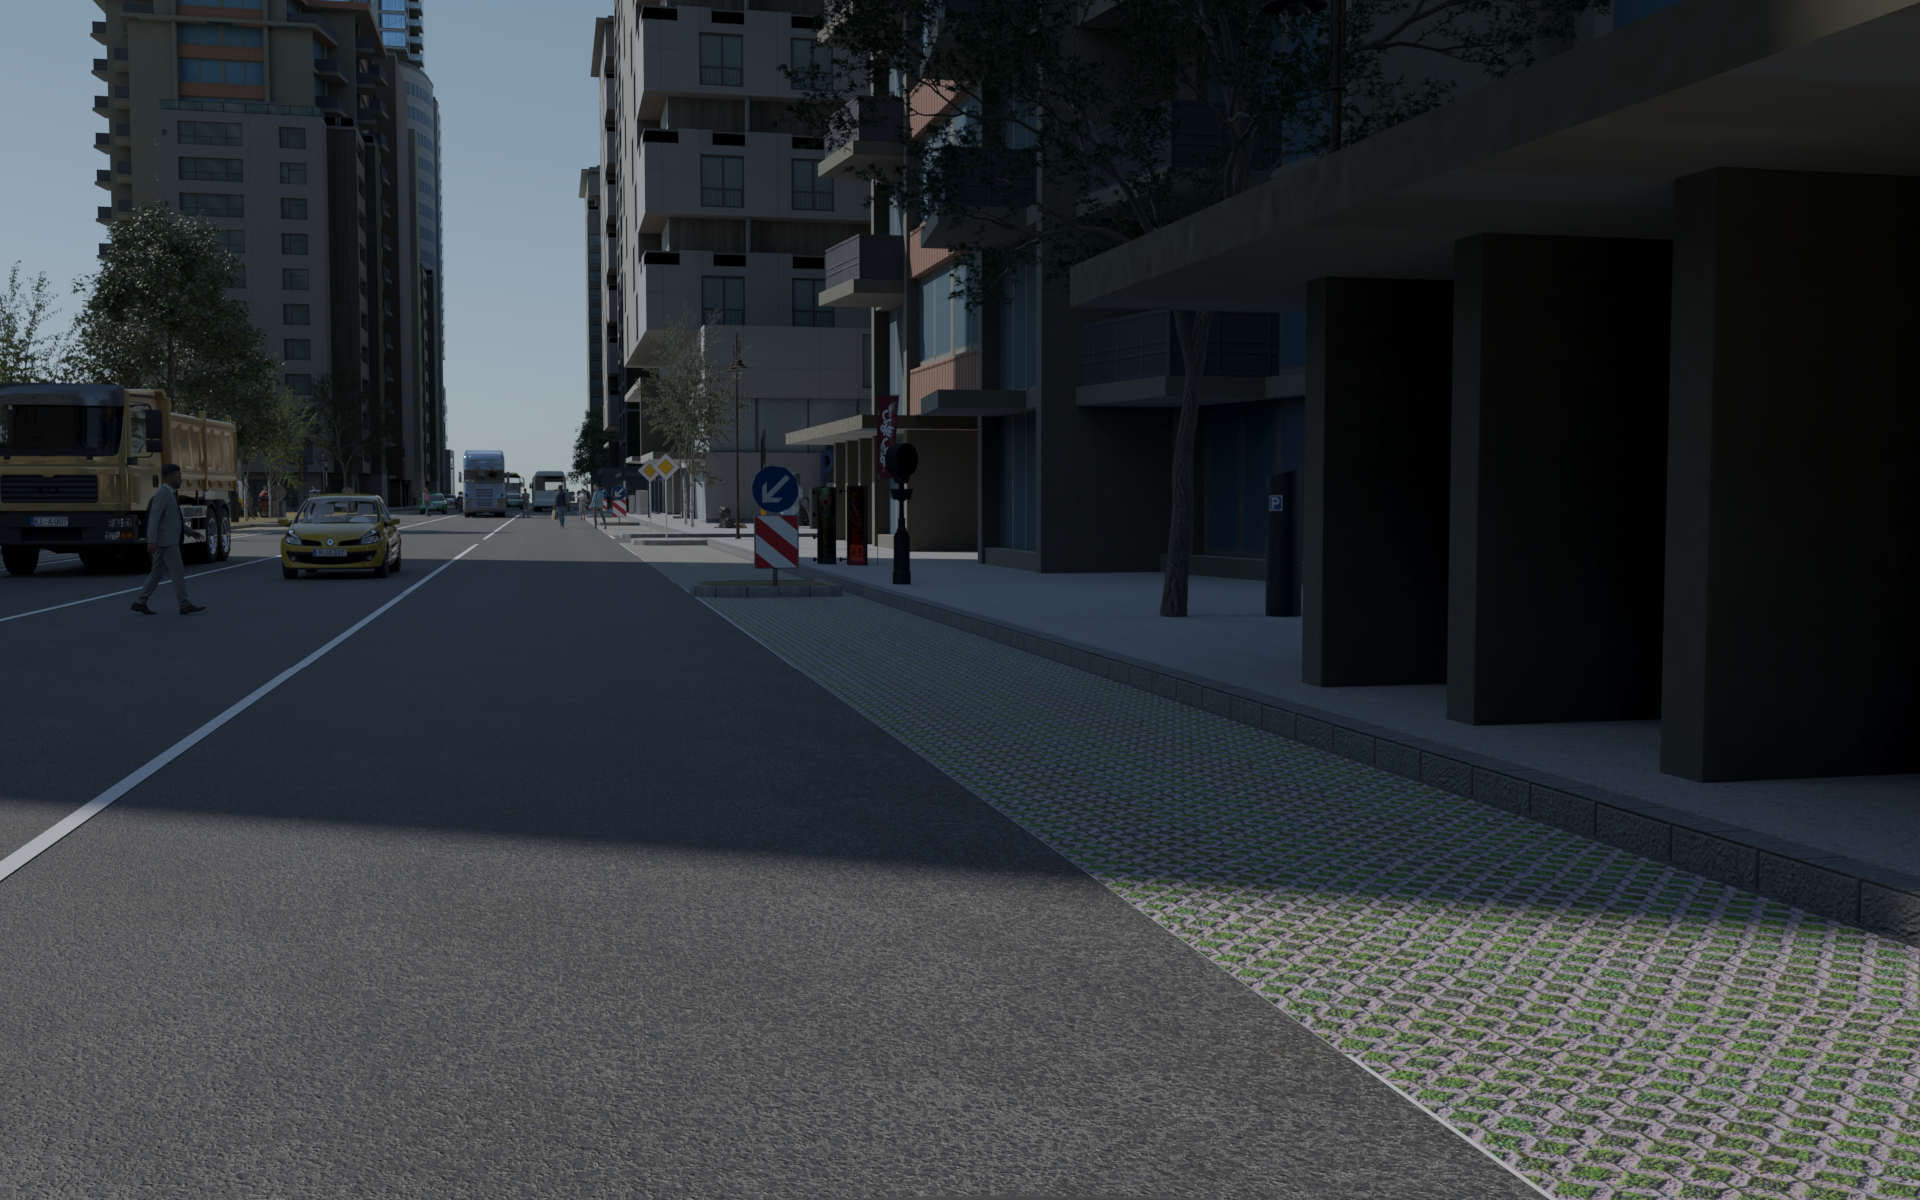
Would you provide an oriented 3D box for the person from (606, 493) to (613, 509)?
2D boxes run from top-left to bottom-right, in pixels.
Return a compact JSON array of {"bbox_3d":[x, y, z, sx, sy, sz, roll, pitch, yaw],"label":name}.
[{"bbox_3d":[-29.686,-8.408,146.754,0.697,1.427,0.421,-2,4,-29],"label":"person"}]

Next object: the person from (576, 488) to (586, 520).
[{"bbox_3d":[-20.550,-5.196,94.016,0.480,1.755,0.524,1,4,20],"label":"person"}]

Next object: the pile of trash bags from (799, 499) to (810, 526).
[{"bbox_3d":[-5.419,-3.687,70.027,1.912,1.369,3.447,2,4,29],"label":"pile of trash bags"}]

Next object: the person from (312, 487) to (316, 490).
[{"bbox_3d":[-44.368,-6.916,119.302,0.473,1.802,0.592,3,5,44],"label":"person"}]

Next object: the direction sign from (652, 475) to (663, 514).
[{"bbox_3d":[-19.420,-7.290,111.180,0.876,3.537,0.379,2,4,32],"label":"direction sign"}]

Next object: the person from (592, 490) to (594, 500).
[{"bbox_3d":[-42.293,-11.797,199.837,0.530,1.710,0.541,-2,4,-29],"label":"person"}]

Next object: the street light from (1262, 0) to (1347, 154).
[{"bbox_3d":[2.593,-2.397,11.984,0.468,5.910,1.993,-1,4,-13],"label":"street light"}]

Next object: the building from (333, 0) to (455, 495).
[{"bbox_3d":[-87.845,-57.928,259.796,22.319,86.520,31.000,-1,4,-13],"label":"building"}]

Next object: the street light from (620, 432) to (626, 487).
[{"bbox_3d":[-25.290,-9.608,129.883,0.468,5.910,1.993,-1,4,-13],"label":"street light"}]

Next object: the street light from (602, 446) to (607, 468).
[{"bbox_3d":[-34.326,-11.906,167.443,0.468,5.910,1.993,-1,4,-13],"label":"street light"}]

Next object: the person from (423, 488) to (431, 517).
[{"bbox_3d":[-33.767,-6.185,109.640,0.388,1.821,0.555,2,4,26],"label":"person"}]

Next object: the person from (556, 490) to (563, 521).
[{"bbox_3d":[-21.050,-5.058,91.380,0.537,1.800,0.526,0,4,-7],"label":"person"}]

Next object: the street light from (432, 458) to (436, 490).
[{"bbox_3d":[-63.311,-14.431,208.727,0.468,5.910,1.993,-1,4,-13],"label":"street light"}]

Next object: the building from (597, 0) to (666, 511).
[{"bbox_3d":[-24.677,-44.575,167.049,20.563,71.187,20.611,-1,4,-13],"label":"building"}]

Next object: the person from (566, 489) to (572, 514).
[{"bbox_3d":[-28.351,-7.147,125.368,0.620,1.820,0.660,2,4,31],"label":"person"}]

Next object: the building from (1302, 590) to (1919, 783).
[{"bbox_3d":[14.572,-21.150,0.424,22.147,44.769,28.867,-1,4,-13],"label":"building"}]

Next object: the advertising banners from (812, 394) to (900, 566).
[{"bbox_3d":[-1.871,-2.135,31.099,2.074,3.025,0.090,3,5,39],"label":"advertising banners"}]

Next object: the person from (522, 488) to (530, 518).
[{"bbox_3d":[-26.557,-5.949,105.955,0.511,1.800,0.466,-2,4,-27],"label":"person"}]

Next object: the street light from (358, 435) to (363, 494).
[{"bbox_3d":[-44.153,-9.481,127.801,0.468,5.910,1.993,-1,4,-13],"label":"street light"}]

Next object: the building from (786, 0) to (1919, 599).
[{"bbox_3d":[8.747,-23.378,36.862,22.147,44.769,28.867,-1,4,-13],"label":"building"}]

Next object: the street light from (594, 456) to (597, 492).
[{"bbox_3d":[-43.027,-14.171,204.482,0.468,5.910,1.993,-1,4,-13],"label":"street light"}]

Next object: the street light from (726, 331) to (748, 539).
[{"bbox_3d":[-6.337,-4.676,49.246,0.468,5.910,1.993,-1,4,-13],"label":"street light"}]

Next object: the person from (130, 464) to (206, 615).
[{"bbox_3d":[-9.420,-0.721,20.566,0.850,1.792,0.678,-1,4,-17],"label":"person"}]

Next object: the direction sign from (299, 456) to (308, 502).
[{"bbox_3d":[-39.079,-6.798,103.137,0.379,3.537,0.876,1,4,12],"label":"direction sign"}]

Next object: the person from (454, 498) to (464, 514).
[{"bbox_3d":[-36.426,-6.895,126.733,1.012,1.151,0.738,0,4,-1],"label":"person"}]

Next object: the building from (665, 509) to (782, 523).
[{"bbox_3d":[-3.527,-30.640,90.205,28.713,52.752,27.495,-1,4,-13],"label":"building"}]

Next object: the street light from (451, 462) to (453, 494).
[{"bbox_3d":[-72.109,-16.704,245.891,0.468,5.910,1.993,-1,4,-13],"label":"street light"}]

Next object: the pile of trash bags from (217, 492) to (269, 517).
[{"bbox_3d":[-39.879,-5.304,96.472,1.912,1.369,3.447,2,4,27],"label":"pile of trash bags"}]

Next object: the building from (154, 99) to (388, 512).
[{"bbox_3d":[-51.721,-22.005,131.477,14.160,30.474,14.107,-1,4,-13],"label":"building"}]

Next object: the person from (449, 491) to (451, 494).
[{"bbox_3d":[-71.733,-14.466,243.077,0.721,1.766,1.217,-1,4,-22],"label":"person"}]

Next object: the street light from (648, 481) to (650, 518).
[{"bbox_3d":[-16.698,-7.341,92.818,0.468,5.910,1.993,-1,4,-13],"label":"street light"}]

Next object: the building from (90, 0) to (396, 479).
[{"bbox_3d":[-61.771,-30.351,150.856,22.147,44.769,28.867,-1,4,-13],"label":"building"}]

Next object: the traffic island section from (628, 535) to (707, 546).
[{"bbox_3d":[-8.299,-1.651,49.269,2.009,0.180,2.903,-1,4,-13],"label":"traffic island section"}]

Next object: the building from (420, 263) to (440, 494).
[{"bbox_3d":[-71.888,-26.964,212.565,14.160,30.474,14.107,-1,4,-13],"label":"building"}]

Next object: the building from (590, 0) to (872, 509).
[{"bbox_3d":[-25.823,-36.905,192.635,28.713,52.752,27.495,-1,4,-13],"label":"building"}]

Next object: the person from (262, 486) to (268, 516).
[{"bbox_3d":[-41.317,-5.901,103.094,0.524,1.755,0.480,2,4,29],"label":"person"}]

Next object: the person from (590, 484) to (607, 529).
[{"bbox_3d":[-14.661,-3.784,70.223,0.638,1.841,0.748,-3,5,-42],"label":"person"}]

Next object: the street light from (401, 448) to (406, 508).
[{"bbox_3d":[-52.878,-11.746,164.834,0.468,5.910,1.993,-1,4,-13],"label":"street light"}]

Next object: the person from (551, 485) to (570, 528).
[{"bbox_3d":[-16.788,-3.927,72.694,0.794,1.824,0.713,-2,4,-29],"label":"person"}]

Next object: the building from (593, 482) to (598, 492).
[{"bbox_3d":[-33.877,-33.300,236.333,32.217,40.220,23.993,-1,4,-13],"label":"building"}]

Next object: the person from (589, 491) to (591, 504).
[{"bbox_3d":[-49.873,-13.826,232.761,0.621,1.740,0.551,0,4,-7],"label":"person"}]

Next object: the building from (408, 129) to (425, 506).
[{"bbox_3d":[-65.915,-30.781,186.861,14.154,41.232,14.086,-1,4,-13],"label":"building"}]

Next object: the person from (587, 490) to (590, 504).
[{"bbox_3d":[-49.211,-13.618,229.255,0.434,1.755,0.990,-1,4,-13],"label":"person"}]

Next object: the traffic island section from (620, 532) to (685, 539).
[{"bbox_3d":[-10.141,-2.126,57.039,2.009,0.180,2.903,-1,4,-13],"label":"traffic island section"}]

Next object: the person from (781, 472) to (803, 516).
[{"bbox_3d":[-4.014,-2.101,40.655,0.793,1.790,0.793,-2,4,-32],"label":"person"}]

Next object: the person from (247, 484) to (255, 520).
[{"bbox_3d":[-35.812,-4.956,87.351,0.573,1.790,0.520,-1,4,-23],"label":"person"}]

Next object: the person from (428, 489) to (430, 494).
[{"bbox_3d":[-60.891,-11.794,198.498,0.705,1.869,1.348,1,4,17],"label":"person"}]

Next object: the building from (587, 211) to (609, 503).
[{"bbox_3d":[-47.027,-34.815,252.821,14.154,41.232,14.086,-1,4,-13],"label":"building"}]

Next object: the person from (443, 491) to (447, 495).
[{"bbox_3d":[-69.002,-13.800,232.381,1.217,1.736,0.721,-3,4,-39],"label":"person"}]

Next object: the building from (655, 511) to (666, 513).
[{"bbox_3d":[-11.011,-41.743,120.751,20.563,71.187,20.611,-1,4,-13],"label":"building"}]

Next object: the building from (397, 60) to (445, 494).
[{"bbox_3d":[-80.957,-42.157,231.271,21.231,58.520,28.212,-1,4,-13],"label":"building"}]

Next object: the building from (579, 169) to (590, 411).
[{"bbox_3d":[-45.319,-41.939,274.945,28.713,52.752,27.495,-1,4,-13],"label":"building"}]

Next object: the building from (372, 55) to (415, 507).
[{"bbox_3d":[-62.542,-31.965,172.743,14.600,45.320,14.200,-1,4,-13],"label":"building"}]
